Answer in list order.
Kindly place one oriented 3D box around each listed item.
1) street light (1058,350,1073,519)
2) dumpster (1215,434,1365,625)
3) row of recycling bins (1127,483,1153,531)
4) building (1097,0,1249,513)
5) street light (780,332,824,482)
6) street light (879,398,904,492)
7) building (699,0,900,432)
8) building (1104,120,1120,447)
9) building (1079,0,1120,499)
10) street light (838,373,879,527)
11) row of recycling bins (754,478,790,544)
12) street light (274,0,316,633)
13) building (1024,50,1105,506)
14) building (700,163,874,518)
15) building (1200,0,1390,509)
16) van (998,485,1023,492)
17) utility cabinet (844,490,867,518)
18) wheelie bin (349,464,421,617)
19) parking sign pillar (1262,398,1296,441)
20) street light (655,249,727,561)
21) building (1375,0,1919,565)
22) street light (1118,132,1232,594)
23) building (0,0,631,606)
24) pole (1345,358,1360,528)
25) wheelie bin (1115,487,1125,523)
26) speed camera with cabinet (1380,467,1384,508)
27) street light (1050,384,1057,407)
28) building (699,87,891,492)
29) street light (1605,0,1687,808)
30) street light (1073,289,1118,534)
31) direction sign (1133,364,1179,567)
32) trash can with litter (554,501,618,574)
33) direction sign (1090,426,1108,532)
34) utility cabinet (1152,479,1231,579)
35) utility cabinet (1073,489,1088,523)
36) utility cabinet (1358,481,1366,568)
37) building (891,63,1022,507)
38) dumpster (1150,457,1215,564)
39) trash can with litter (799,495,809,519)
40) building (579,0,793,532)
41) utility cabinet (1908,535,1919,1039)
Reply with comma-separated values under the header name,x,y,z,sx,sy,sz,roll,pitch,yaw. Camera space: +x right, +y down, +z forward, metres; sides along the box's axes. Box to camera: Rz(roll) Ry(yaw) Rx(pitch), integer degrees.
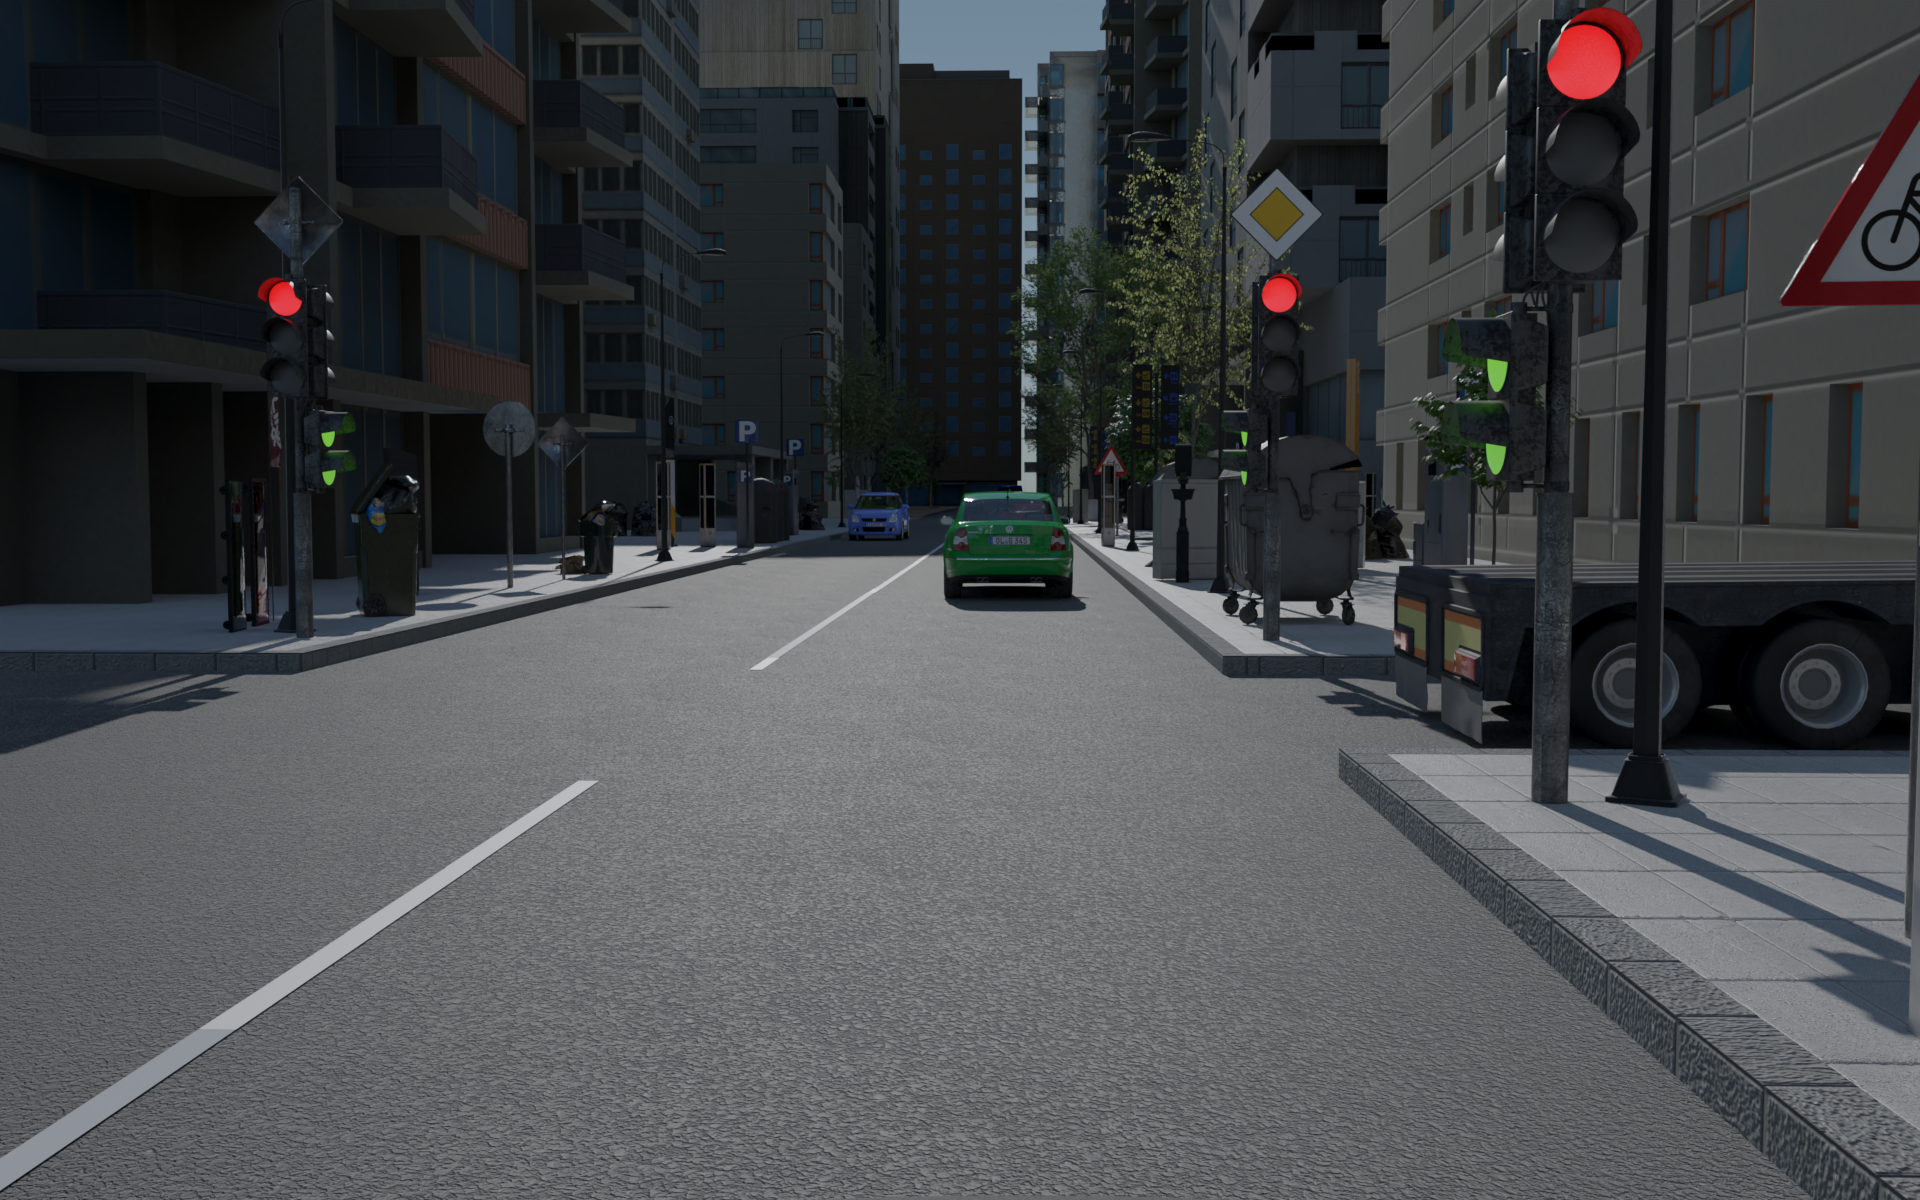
name,x,y,z,sx,sy,sz,roll,pitch,yaw
street light,4.003,-5.108,56.055,1.470,5.913,1.316,0,4,2
dumpster,3.367,-0.727,17.646,1.264,1.857,1.865,0,4,2
row of recycling bins,7.323,-3.289,60.896,3.534,1.692,1.069,3,5,44
building,20.373,-27.989,112.245,22.147,44.769,28.867,0,4,2
street light,-4.586,-4.723,49.761,1.470,5.913,1.316,0,4,2
street light,-3.383,-6.803,83.774,1.470,5.913,1.316,0,4,2
building,-19.030,-34.229,148.884,27.495,52.752,28.713,0,4,2
building,18.112,-22.208,134.797,14.160,30.474,14.107,0,4,2
building,21.171,-43.607,151.227,20.563,71.187,20.611,0,4,2
street light,-4.008,-5.749,66.534,1.470,5.913,1.316,0,4,2
row of recycling bins,-5.214,-2.408,46.477,1.069,1.692,3.534,0,4,2
street light,-5.653,-2.653,15.923,1.470,5.913,1.316,0,4,2
building,22.208,-34.721,187.290,30.456,49.044,23.786,0,4,2
building,-20.299,-15.941,105.671,27.650,21.520,28.899,0,4,2
building,24.775,-29.469,71.049,28.713,52.752,27.495,0,4,2
van,3.478,-7.109,120.609,2.240,2.365,5.245,0,4,1
utility cabinet,-5.445,-5.018,90.715,1.173,1.500,0.318,0,4,8
wheelie bin,-6.070,-0.639,18.350,0.693,1.594,0.980,-2,4,-25
parking sign pillar,7.557,-3.248,41.569,1.447,3.967,1.447,-1,4,-15
street light,-5.119,-3.696,32.973,1.470,5.913,1.316,0,4,2
building,24.465,-11.245,28.896,28.899,21.520,27.650,0,4,2
street light,2.850,-3.047,22.363,1.470,5.913,1.316,0,4,2
building,-18.757,-23.062,31.688,22.147,44.769,28.867,0,4,2
pole,5.930,-1.979,26.199,0.158,3.312,0.155,0,3,0
wheelie bin,6.805,-4.202,76.615,0.980,1.594,0.693,-3,4,-38
speed camera with cabinet,13.812,-3.746,55.586,0.660,3.252,2.038,1,4,13
street light,4.589,-6.165,73.332,1.470,5.913,1.316,0,4,2
building,-12.567,-21.707,126.610,14.160,30.474,14.107,0,4,2
street light,2.334,-2.114,7.104,1.470,5.913,1.316,0,4,2
street light,3.384,-4.082,39.283,1.470,5.913,1.316,0,4,2
direction sign,3.440,-2.349,30.402,0.876,3.537,0.379,-1,4,-20
trash can with litter,-6.018,-1.001,27.751,1.055,1.170,0.624,1,4,22
direction sign,4.676,-4.053,58.266,0.876,3.537,0.379,-3,5,-44
utility cabinet,3.475,-1.055,25.924,1.173,1.500,0.318,-1,4,-19
utility cabinet,5.251,-4.094,75.623,0.318,1.500,1.173,2,4,24
utility cabinet,6.338,-1.286,29.708,1.173,1.500,0.318,1,4,21
building,-0.546,-32.635,183.699,14.200,45.320,14.600,0,4,2
dumpster,3.782,-1.372,28.187,1.264,1.857,1.865,0,4,2
trash can with litter,-8.228,-4.642,86.949,2.233,1.210,1.678,-1,4,-20
building,-23.278,-22.904,66.366,32.217,40.220,23.993,0,4,2
utility cabinet,2.351,0.463,3.599,0.306,1.237,1.020,0,4,7
